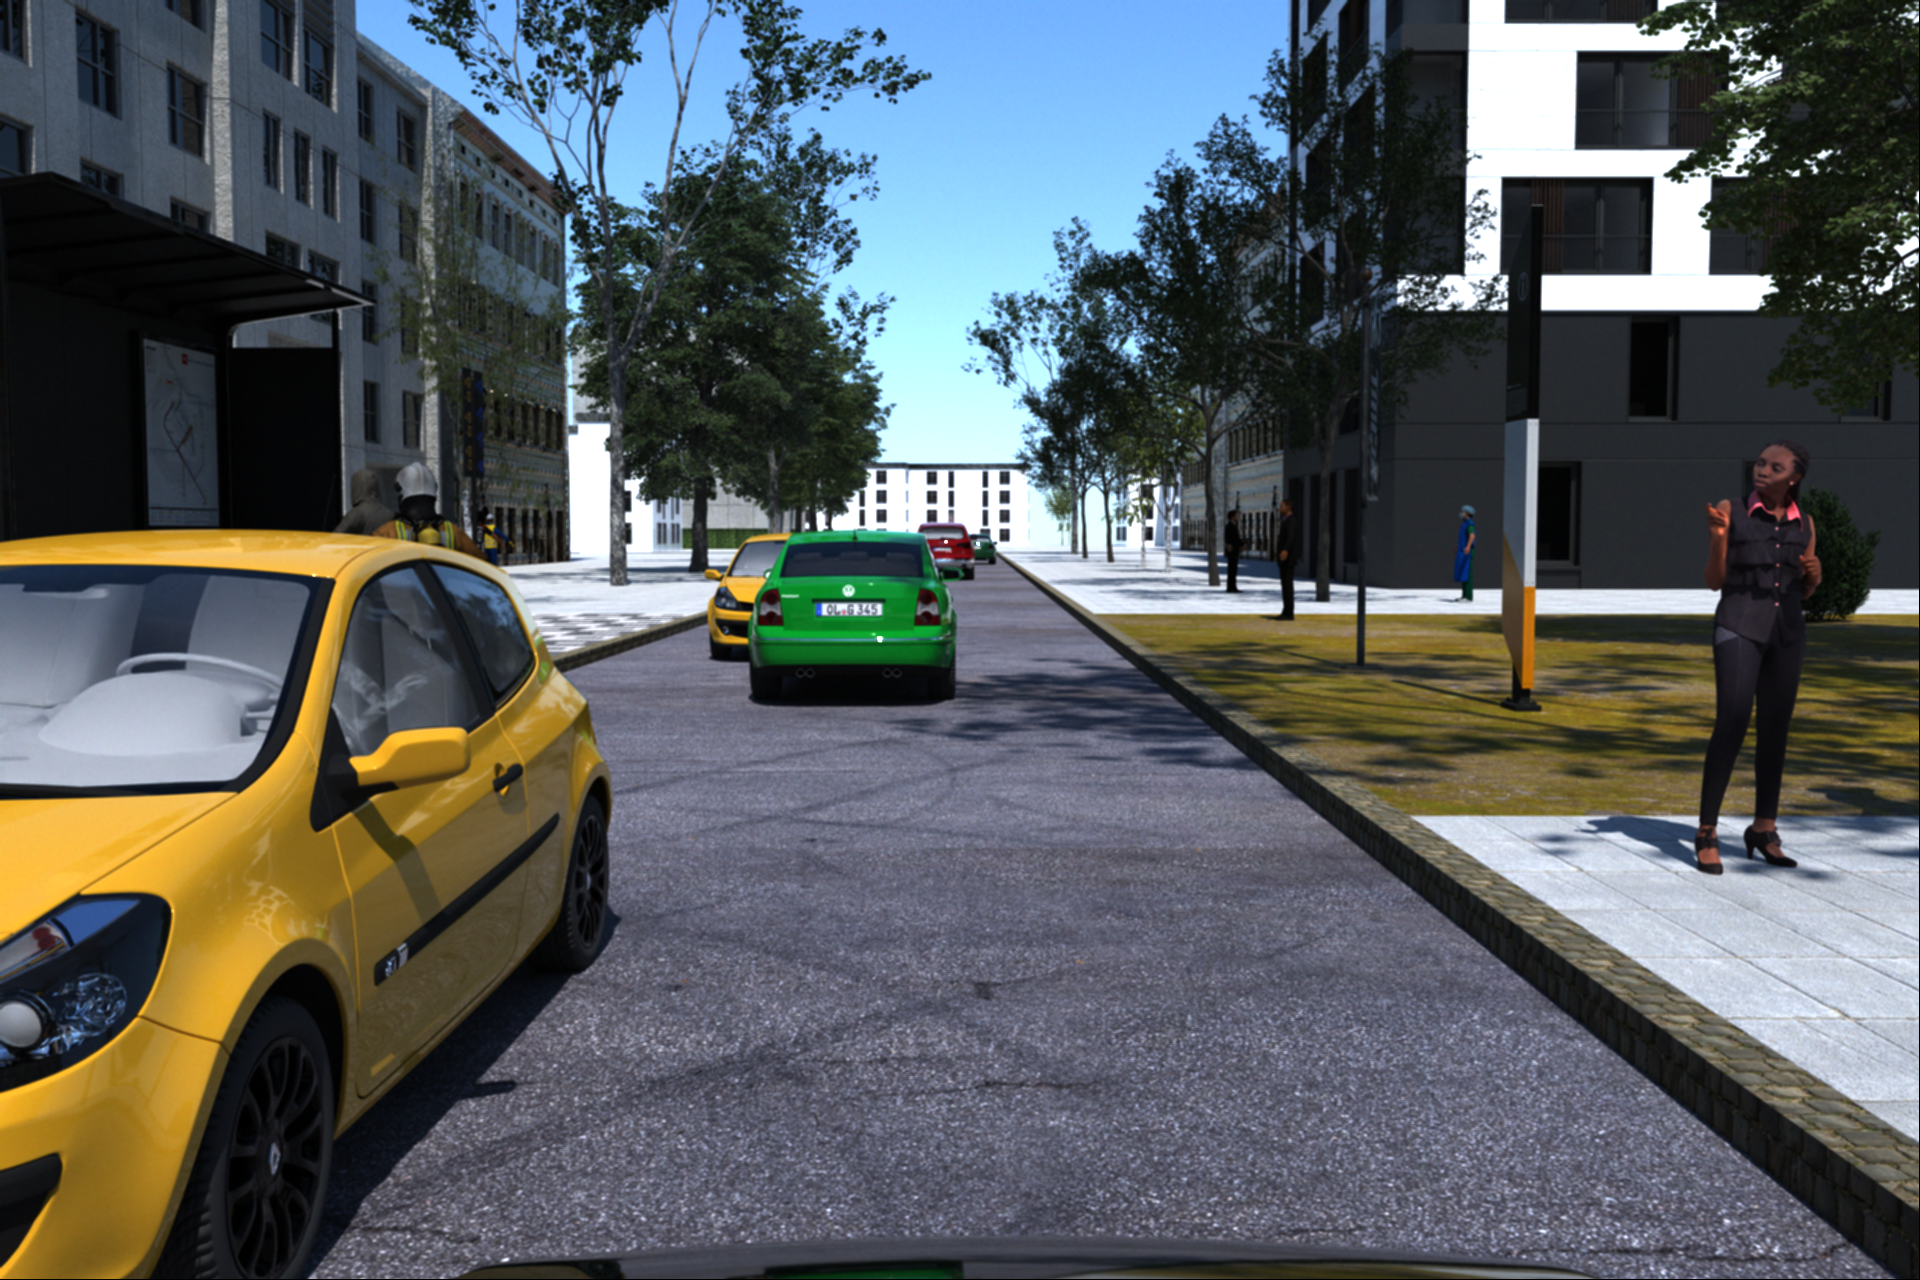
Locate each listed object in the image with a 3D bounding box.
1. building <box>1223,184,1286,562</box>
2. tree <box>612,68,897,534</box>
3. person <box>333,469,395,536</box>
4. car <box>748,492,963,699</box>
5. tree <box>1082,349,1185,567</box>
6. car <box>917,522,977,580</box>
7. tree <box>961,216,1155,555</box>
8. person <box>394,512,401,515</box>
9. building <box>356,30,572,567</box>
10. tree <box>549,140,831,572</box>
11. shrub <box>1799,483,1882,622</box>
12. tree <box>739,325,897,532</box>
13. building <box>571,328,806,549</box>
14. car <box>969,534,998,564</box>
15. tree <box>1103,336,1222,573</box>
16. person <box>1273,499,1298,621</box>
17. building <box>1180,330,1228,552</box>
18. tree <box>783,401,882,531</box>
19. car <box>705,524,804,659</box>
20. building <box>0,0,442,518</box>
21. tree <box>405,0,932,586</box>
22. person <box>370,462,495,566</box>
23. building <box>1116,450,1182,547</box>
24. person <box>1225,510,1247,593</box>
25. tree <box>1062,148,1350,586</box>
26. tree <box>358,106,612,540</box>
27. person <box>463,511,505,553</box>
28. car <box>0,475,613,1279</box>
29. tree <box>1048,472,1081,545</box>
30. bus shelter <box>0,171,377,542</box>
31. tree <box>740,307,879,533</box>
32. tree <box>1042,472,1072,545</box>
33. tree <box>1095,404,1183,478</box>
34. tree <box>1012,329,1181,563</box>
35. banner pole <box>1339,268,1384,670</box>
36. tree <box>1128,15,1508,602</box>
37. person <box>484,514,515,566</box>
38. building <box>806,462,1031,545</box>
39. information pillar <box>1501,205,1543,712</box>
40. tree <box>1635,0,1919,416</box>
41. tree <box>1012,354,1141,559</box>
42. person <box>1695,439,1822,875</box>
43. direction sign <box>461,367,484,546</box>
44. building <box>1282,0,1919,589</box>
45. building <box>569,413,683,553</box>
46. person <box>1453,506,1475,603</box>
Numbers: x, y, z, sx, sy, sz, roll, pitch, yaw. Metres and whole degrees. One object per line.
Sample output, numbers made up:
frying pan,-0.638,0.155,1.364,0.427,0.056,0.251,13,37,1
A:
building,23.658,-15.519,84.669,19.493,23.208,18.063,0,3,0
tree,-8.908,-13.307,73.461,12.611,20.169,13.585,0,3,0
person,-4.894,-0.496,14.242,0.705,1.813,1.348,2,4,23
car,-0.940,-0.464,16.390,1.959,1.807,4.718,0,4,-1
tree,7.101,-7.087,66.234,4.360,8.622,3.978,0,3,0
car,-0.567,-2.877,55.713,2.281,1.827,5.304,0,4,0
tree,6.274,-15.316,106.309,12.611,20.169,13.585,0,3,0
person,-14.190,-2.317,43.812,1.347,1.837,0.705,1,4,17
building,-27.292,-14.649,70.447,19.493,23.208,18.063,0,4,0
tree,-8.769,-9.249,57.878,9.857,13.997,8.962,0,3,0
shrub,12.554,-1.282,25.385,1.690,2.028,1.600,0,3,0
tree,-8.366,-11.737,98.552,9.857,13.997,8.962,0,3,0
building,-24.659,-18.215,164.274,16.747,18.905,31.486,0,4,1
car,0.769,-4.355,83.009,2.131,1.459,4.920,0,4,-1
tree,6.843,-6.536,57.234,4.737,8.622,4.395,0,3,0
person,4.848,-1.199,25.821,0.704,1.802,1.346,0,4,7
building,27.012,-18.286,129.910,19.493,23.208,18.063,0,4,0
tree,-8.667,-11.535,114.353,9.928,11.665,9.643,0,3,0
car,-2.020,-0.665,21.099,2.015,1.641,3.980,0,3,0
building,-25.239,-10.636,40.360,16.747,18.905,31.486,0,4,0
tree,-7.119,-11.374,41.852,12.611,20.169,13.585,0,3,0
person,-3.246,-0.131,10.364,1.354,1.858,0.705,-2,4,-34
building,21.979,-14.623,181.240,9.099,9.664,28.070,0,3,0
person,5.986,-1.935,37.828,0.705,1.806,1.347,2,4,23
tree,5.944,-6.609,42.464,7.601,10.594,8.767,1,4,10
tree,-8.829,-4.910,30.641,4.360,8.622,3.978,0,3,0
person,-11.257,-2.092,40.355,1.345,1.843,0.704,-2,4,-27
car,-2.067,0.359,4.354,2.015,1.641,3.980,0,4,1
tree,12.294,-15.173,198.447,4.737,8.622,4.395,0,3,0
bus shelter,-6.717,-1.412,14.373,1.731,3.624,6.357,0,4,0
tree,-7.777,-10.265,85.956,7.486,12.596,7.792,0,3,0
tree,11.780,-15.459,203.124,4.737,8.622,4.395,0,3,0
tree,21.300,-21.395,205.691,12.611,20.169,13.585,0,3,0
tree,6.523,-8.782,77.995,7.601,10.594,8.767,2,4,30
banner pole,3.821,-1.600,16.172,0.401,3.779,0.863,0,4,0
tree,6.634,-5.988,32.322,8.767,10.594,7.601,3,5,42
person,-12.954,-2.562,47.857,1.349,1.833,0.705,1,4,16
building,-5.885,-15.845,203.664,28.070,9.664,9.099,0,4,6
information pillar,4.104,-1.303,12.651,0.183,3.616,0.504,0,4,-1
tree,10.726,-6.061,17.220,7.486,12.596,7.792,0,3,0
tree,6.211,-9.528,90.192,7.601,10.594,8.767,-1,4,-11
person,3.056,0.055,6.608,0.415,1.643,0.593,3,5,43
direction sign,-6.728,-1.957,23.993,0.379,3.537,0.876,0,4,1
building,23.985,-12.951,55.726,27.936,21.610,32.646,0,3,0
building,-25.890,-11.727,133.876,9.099,9.664,28.070,0,4,-1
person,9.492,-1.617,32.561,0.704,1.817,1.347,0,4,7
